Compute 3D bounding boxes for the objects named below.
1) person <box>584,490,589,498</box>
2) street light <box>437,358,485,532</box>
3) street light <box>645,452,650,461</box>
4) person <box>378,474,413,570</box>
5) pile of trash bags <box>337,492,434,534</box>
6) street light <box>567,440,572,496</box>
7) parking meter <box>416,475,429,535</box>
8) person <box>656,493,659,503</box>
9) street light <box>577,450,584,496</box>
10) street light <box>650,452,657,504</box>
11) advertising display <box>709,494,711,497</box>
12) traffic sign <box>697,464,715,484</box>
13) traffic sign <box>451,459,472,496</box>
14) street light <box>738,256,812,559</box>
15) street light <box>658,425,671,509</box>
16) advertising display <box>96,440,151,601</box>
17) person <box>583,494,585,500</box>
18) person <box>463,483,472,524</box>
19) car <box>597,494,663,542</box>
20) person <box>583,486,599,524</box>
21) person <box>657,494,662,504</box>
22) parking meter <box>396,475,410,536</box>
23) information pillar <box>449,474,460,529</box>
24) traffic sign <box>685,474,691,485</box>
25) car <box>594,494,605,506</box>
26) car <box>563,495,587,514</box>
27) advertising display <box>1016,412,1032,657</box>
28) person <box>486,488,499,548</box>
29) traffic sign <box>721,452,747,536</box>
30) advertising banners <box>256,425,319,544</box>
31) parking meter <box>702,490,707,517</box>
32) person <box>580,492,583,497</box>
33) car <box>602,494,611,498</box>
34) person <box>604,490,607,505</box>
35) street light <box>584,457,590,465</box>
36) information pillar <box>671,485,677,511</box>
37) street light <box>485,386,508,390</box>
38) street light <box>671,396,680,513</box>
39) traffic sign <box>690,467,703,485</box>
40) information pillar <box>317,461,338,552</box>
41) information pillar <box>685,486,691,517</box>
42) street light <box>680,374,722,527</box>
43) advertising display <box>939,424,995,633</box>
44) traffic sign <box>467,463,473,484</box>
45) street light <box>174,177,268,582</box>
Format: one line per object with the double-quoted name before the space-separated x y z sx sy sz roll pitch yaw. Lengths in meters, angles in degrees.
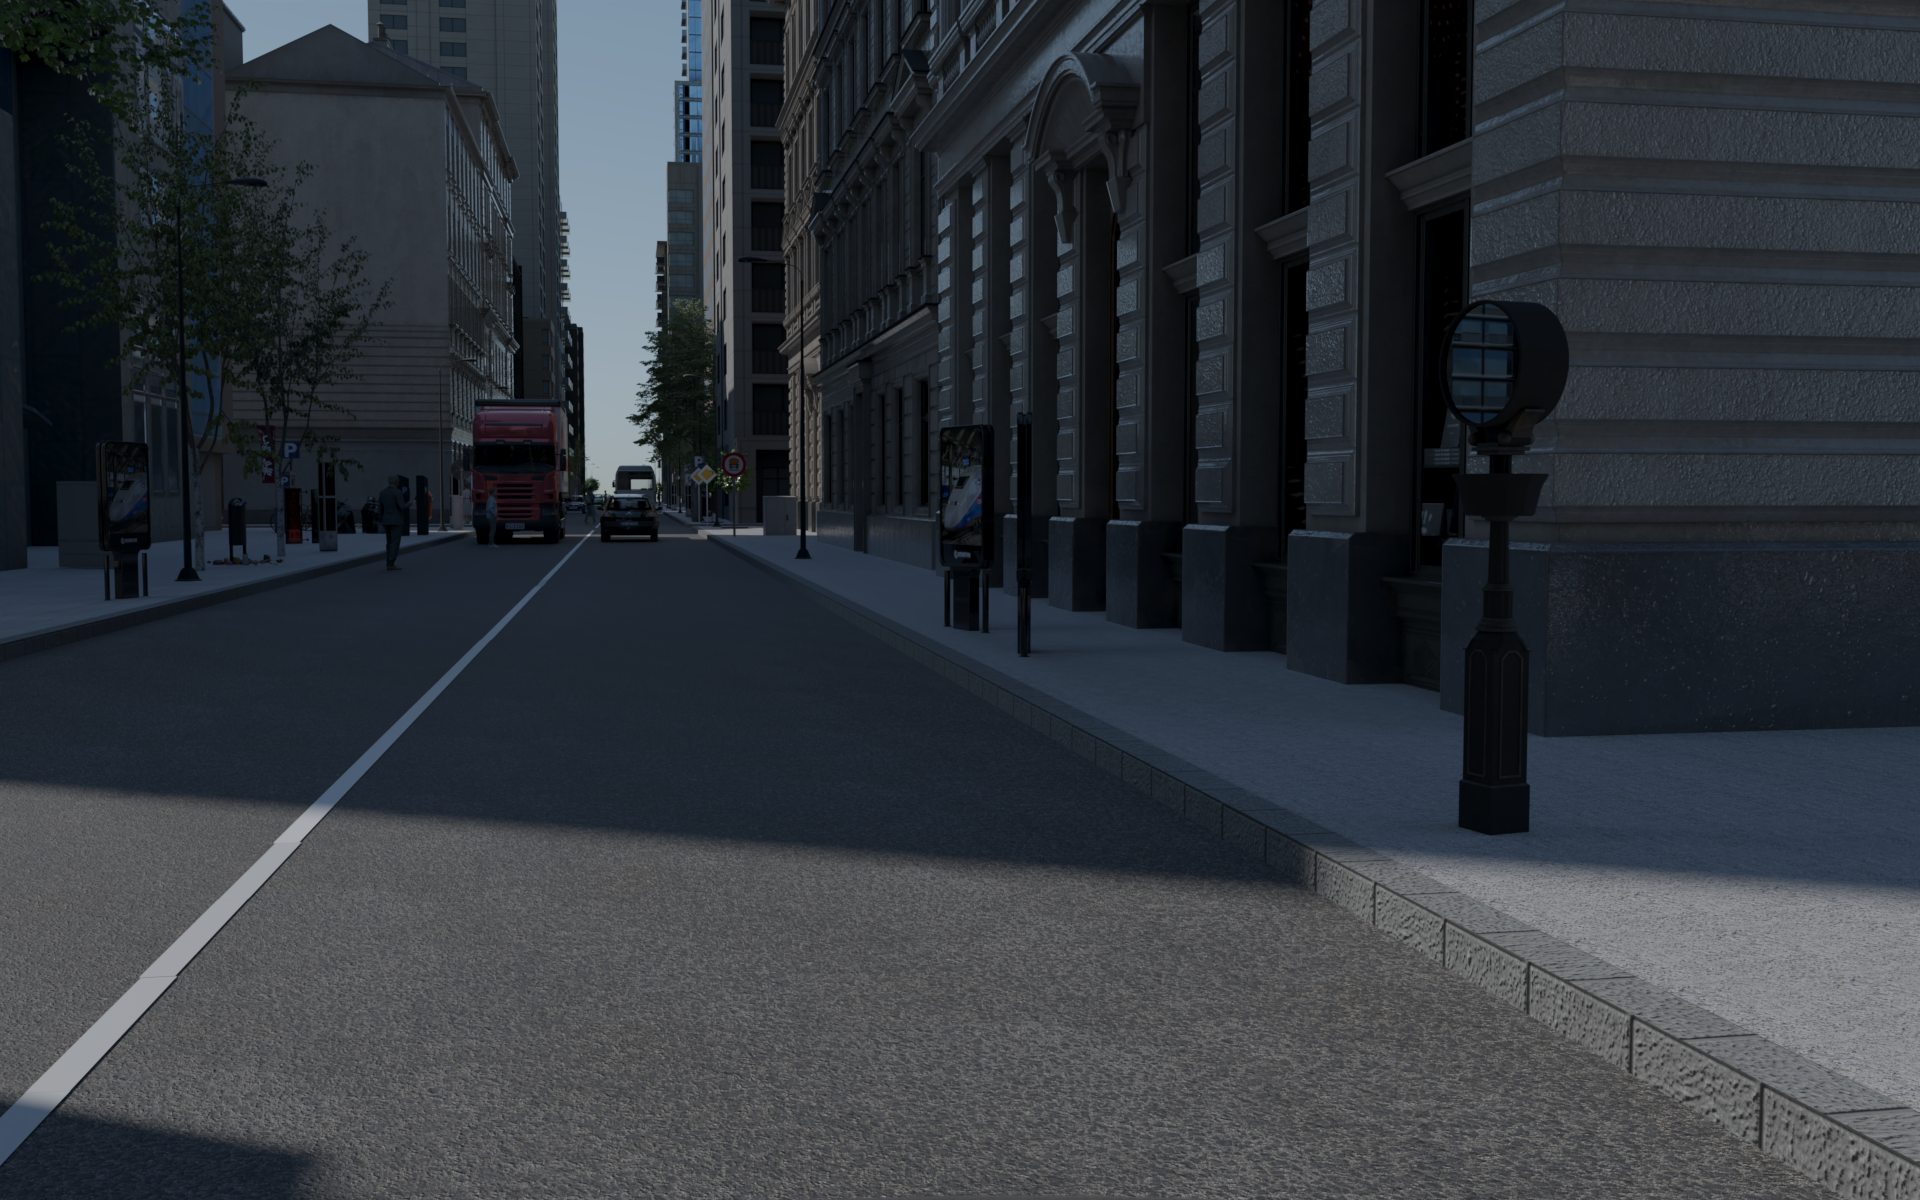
"person" -36.221 -9.794 168.614 1.348 1.826 0.705 3 4 37
"street light" -17.201 -5.305 59.283 1.470 5.913 1.316 -1 4 -11
"street light" -33.608 -13.323 190.364 1.470 5.913 1.316 -1 4 -11
"person" -10.661 -1.473 32.756 0.661 1.801 0.590 2 4 27
"pile of trash bags" -18.964 -2.865 56.602 3.447 1.369 1.912 -1 4 -10
"street light" -34.356 -10.779 148.771 1.470 5.913 1.316 -1 4 -11
"parking meter" -16.765 -2.955 54.021 0.255 1.863 0.399 0 4 5
"person" -45.170 -15.444 259.339 0.721 1.735 1.217 3 5 45
"street light" -40.911 -12.910 183.624 1.470 5.913 1.316 -1 4 -11
"street light" -27.089 -11.282 157.001 1.470 5.913 1.316 -1 4 -11
"advertising display" -18.327 -7.539 128.481 0.123 1.923 0.974 -2 4 -35
"traffic sign" -9.841 -3.996 67.529 0.795 2.593 0.064 -1 4 -11
"traffic sign" -18.133 -3.848 63.019 0.768 2.556 0.104 0 4 -8
"street light" -3.640 -3.763 34.063 1.470 5.913 1.316 -1 4 -11
"street light" -19.276 -8.758 115.729 1.470 5.913 1.316 -1 4 -11
"advertising display" -10.249 -0.981 21.254 0.123 1.923 0.974 0 4 4
"person" -55.763 -15.373 257.399 0.705 1.822 1.348 0 4 8
"person" -21.103 -4.112 73.847 0.524 1.755 0.480 2 4 25
"car" -10.130 -2.653 53.155 2.009 1.686 4.222 -1 4 -10
"person" -17.604 -4.531 82.569 0.713 1.824 0.794 -1 4 -19
"person" -39.457 -13.324 227.172 0.721 1.723 1.217 -3 5 -40
"parking meter" -17.035 -2.888 52.930 0.255 1.863 0.399 2 4 33
"information pillar" -18.844 -3.676 64.588 0.304 2.012 0.304 -2 4 -32
"traffic sign" -13.604 -5.233 87.687 0.606 2.300 0.079 0 4 -8
"car" -42.258 -11.765 201.160 1.959 1.807 4.718 -1 4 -9
"car" -28.157 -6.962 126.408 1.945 1.354 3.894 -1 4 -10
"advertising display" 0.521 -0.538 14.018 0.123 1.923 0.974 0 4 2
"person" -12.421 -2.185 46.030 0.330 1.601 0.589 -1 4 -11
"traffic sign" -6.824 -3.194 52.335 0.768 2.556 0.104 -1 4 -9
"advertising banners" -17.109 -2.954 44.482 0.090 3.025 2.074 2 4 35
"parking meter" -14.541 -5.529 98.816 0.372 1.533 0.369 0 3 0
"person" -58.536 -15.963 267.728 0.721 1.739 1.217 -2 4 -28
"car" -47.416 -13.569 232.076 2.015 1.641 3.980 -1 4 -12
"person" -34.520 -9.784 168.550 0.705 1.814 1.350 -1 4 -10
"street light" -49.874 -15.775 230.460 1.470 5.913 1.316 -1 4 -11
"information pillar" -22.211 -7.953 134.526 0.304 2.012 0.304 2 4 28
"street light" -20.159 -6.249 74.716 1.470 5.913 1.316 -1 4 -11
"street light" -12.877 -6.714 82.319 1.470 5.913 1.316 -1 4 -11
"traffic sign" -11.341 -4.476 75.373 0.795 2.593 0.064 -1 4 -11
"information pillar" -14.141 -2.094 38.729 0.304 2.012 0.304 -3 5 -44
"information pillar" -15.111 -5.631 96.563 0.304 2.012 0.304 -3 4 -37
"street light" -10.033 -5.805 67.450 1.470 5.913 1.316 -1 4 -11
"advertising display" 0.058 -0.680 16.327 0.123 1.923 0.974 -2 4 -25
"traffic sign" -18.582 -3.896 65.886 0.795 2.593 0.064 -1 4 -11
"street light" -10.856 -3.238 25.477 1.470 5.913 1.316 -1 4 -11
